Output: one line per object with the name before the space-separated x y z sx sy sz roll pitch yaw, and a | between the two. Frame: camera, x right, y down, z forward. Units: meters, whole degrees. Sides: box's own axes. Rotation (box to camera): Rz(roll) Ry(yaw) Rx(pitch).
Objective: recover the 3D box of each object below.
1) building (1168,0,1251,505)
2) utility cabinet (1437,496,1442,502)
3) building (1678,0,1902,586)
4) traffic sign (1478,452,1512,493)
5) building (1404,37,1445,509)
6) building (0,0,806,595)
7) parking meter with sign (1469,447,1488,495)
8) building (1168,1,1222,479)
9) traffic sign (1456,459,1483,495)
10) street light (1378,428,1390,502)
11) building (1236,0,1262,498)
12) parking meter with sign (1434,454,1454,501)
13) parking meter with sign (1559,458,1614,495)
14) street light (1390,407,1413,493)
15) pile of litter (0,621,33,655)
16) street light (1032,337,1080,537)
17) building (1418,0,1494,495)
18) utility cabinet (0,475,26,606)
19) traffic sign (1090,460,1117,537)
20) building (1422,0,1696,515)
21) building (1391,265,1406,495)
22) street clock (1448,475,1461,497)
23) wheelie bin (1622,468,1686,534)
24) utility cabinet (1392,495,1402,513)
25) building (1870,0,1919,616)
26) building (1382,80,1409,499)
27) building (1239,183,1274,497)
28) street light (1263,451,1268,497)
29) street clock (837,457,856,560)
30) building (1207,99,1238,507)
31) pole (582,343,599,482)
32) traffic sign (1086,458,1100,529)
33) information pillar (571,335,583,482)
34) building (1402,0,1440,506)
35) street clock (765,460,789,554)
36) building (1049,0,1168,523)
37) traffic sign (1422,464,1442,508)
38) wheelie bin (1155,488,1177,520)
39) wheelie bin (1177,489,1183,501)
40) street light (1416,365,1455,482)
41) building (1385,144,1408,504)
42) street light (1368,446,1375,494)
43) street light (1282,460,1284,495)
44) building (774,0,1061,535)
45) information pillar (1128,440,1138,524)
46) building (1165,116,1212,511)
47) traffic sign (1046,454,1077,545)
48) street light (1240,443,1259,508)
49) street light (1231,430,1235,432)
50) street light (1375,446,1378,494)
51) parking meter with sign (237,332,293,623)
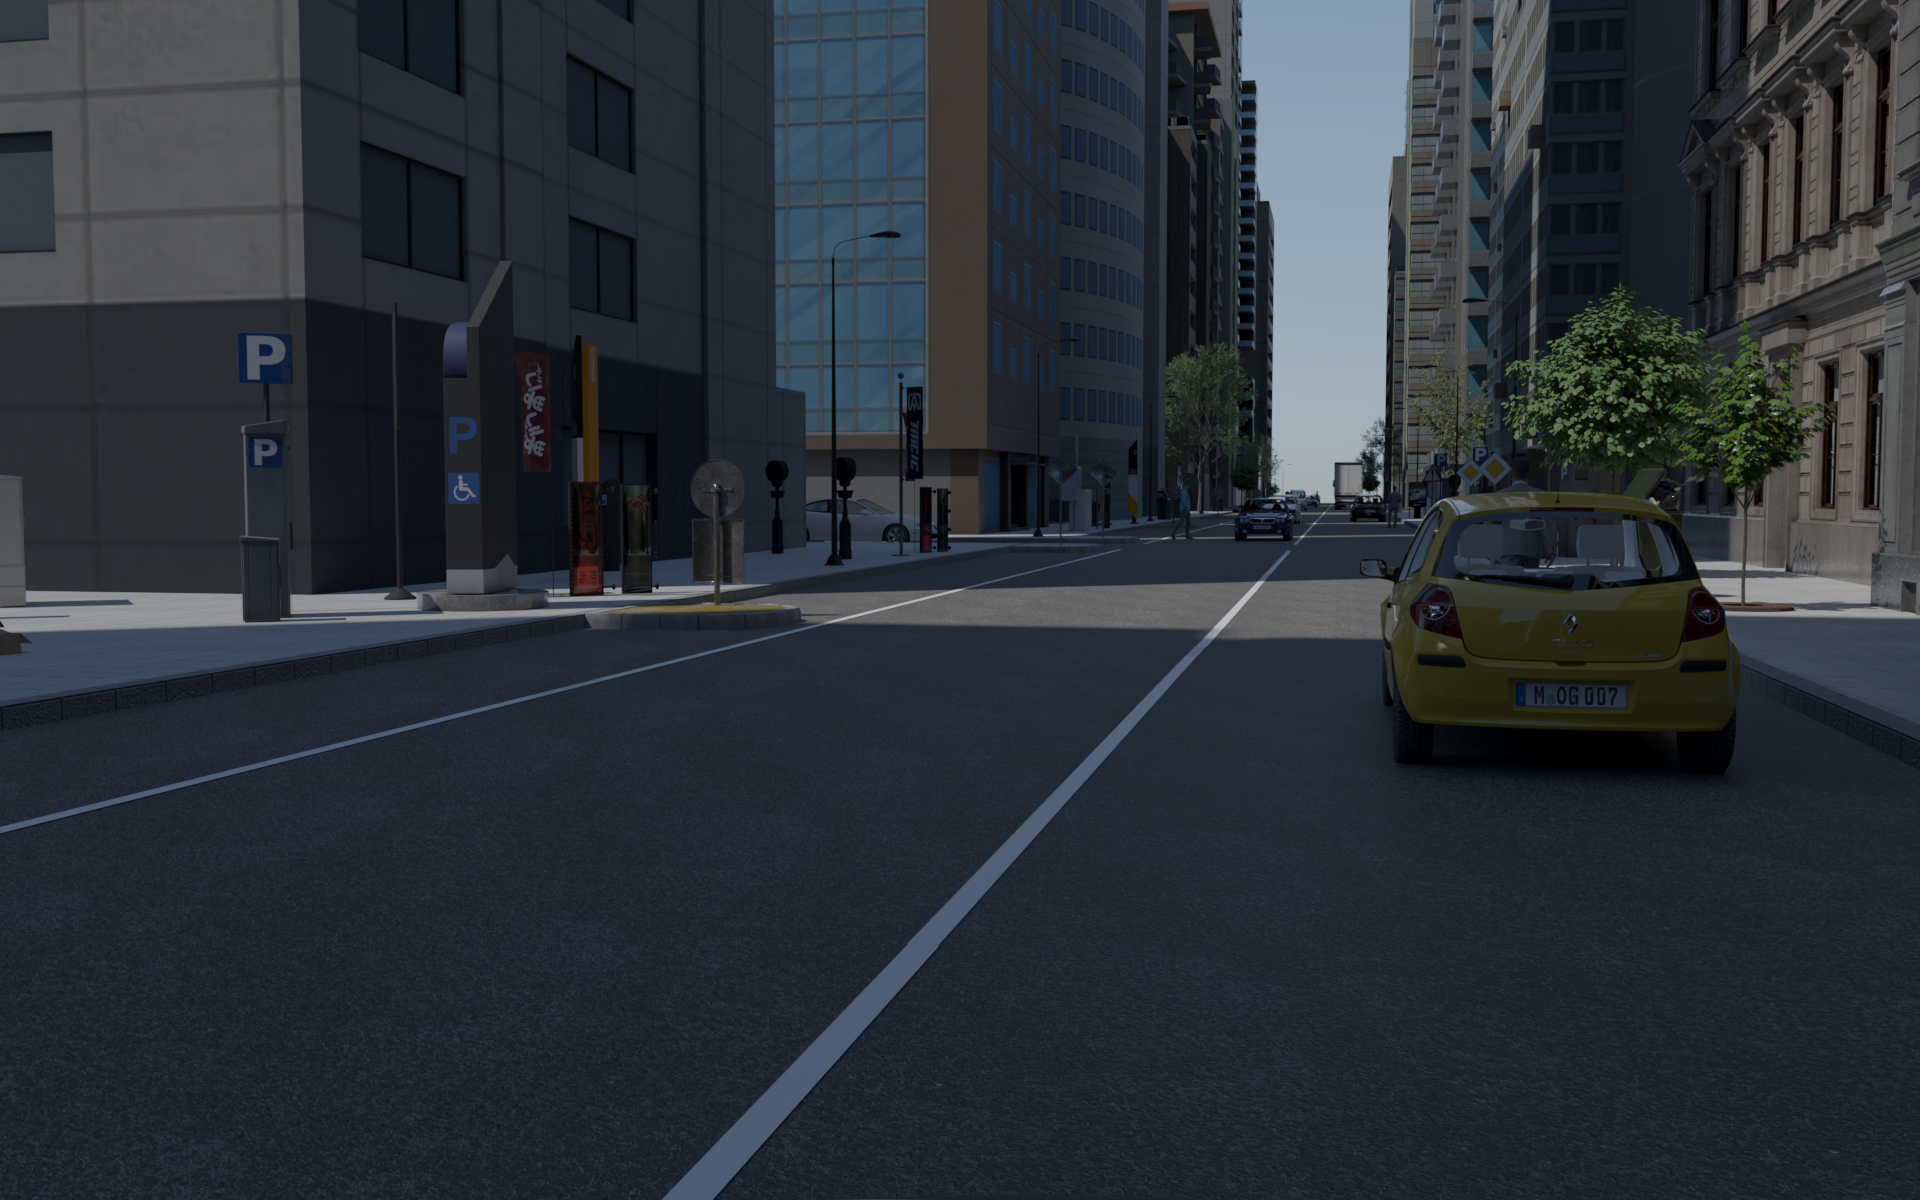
building | 26.928 -47.854 220.667 20.563 71.187 20.611 1 4 12
utility cabinet | 22.179 -4.200 79.833 0.306 1.237 1.020 0 4 7
building | 18.449 -9.978 27.770 10.561 19.102 19.286 1 4 12
traffic sign | 12.730 -2.301 41.265 0.795 2.450 0.064 1 4 12
building | 47.924 -28.995 157.657 14.154 41.232 14.086 1 4 12
building | -15.967 -36.312 31.952 20.611 71.187 20.563 1 4 12
parking meter with sign | 19.379 -4.203 64.986 0.543 3.016 1.738 1 4 8
building | 11.672 -30.618 155.225 22.147 44.769 28.867 1 4 12
traffic sign | 14.449 -2.778 49.063 0.795 2.450 0.064 1 4 12
street light | 30.517 -9.168 122.444 1.470 5.913 1.316 1 4 12
building | 32.144 -57.049 245.427 22.319 86.520 31.000 1 4 12
parking meter with sign | 20.820 -4.738 73.732 0.543 3.016 1.738 -1 4 -10
parking meter with sign | 12.551 -2.381 35.186 1.738 3.016 0.543 -1 4 -12
street light | 23.871 -7.336 92.482 1.470 5.913 1.316 1 4 12
pile of litter | -8.086 0.003 13.921 1.176 0.858 1.719 0 4 -5
street light | 2.866 -4.837 51.619 1.470 5.913 1.316 1 4 12
building | 48.495 -31.494 134.533 23.786 49.044 30.456 1 4 12
utility cabinet | -10.959 -0.692 19.985 0.318 1.500 1.173 -2 4 -29
traffic sign | 4.254 -2.916 51.323 0.795 2.450 0.064 1 4 12
building | 43.997 -24.974 100.199 32.217 40.220 23.993 1 4 12
building | 61.603 -27.277 217.676 14.160 30.474 14.107 1 4 12
street clock | 18.433 -3.669 64.560 0.358 2.002 0.471 -2 4 -24
wheelie bin | 8.538 -0.828 21.451 0.693 1.594 0.980 0 4 -4
utility cabinet | 30.320 -6.664 120.124 0.306 1.237 1.020 3 4 38
building | 13.143 -9.814 9.611 9.793 20.994 18.267 1 4 12
building | 75.454 -57.846 258.454 22.319 86.520 31.000 1 4 12
building | 37.989 -39.668 272.278 21.300 48.544 21.600 1 4 12
street light | 32.543 -13.108 186.854 1.470 5.913 1.316 1 4 12
street clock | -2.256 -1.799 33.991 0.358 2.002 0.471 -3 4 -39
building | 20.189 -30.092 175.605 14.154 41.232 14.086 1 4 12
pole | -5.027 -1.821 23.612 0.158 3.312 0.155 0 3 0
traffic sign | 5.011 -3.867 63.233 0.884 2.594 0.081 1 4 13
information pillar | -5.683 -2.104 25.748 0.183 3.616 0.504 -1 4 -22
building | 56.477 -38.846 177.135 21.231 58.520 28.212 1 4 12
street clock | -3.917 -1.991 37.130 0.471 2.002 0.358 2 4 32
building | -1.101 -33.493 89.611 21.231 58.520 28.212 1 4 12
traffic sign | 20.645 -4.631 75.724 0.884 2.594 0.081 1 4 18
wheelie bin | 10.195 -4.822 86.744 0.693 1.594 0.980 2 4 32
wheelie bin | 12.729 -5.616 99.725 0.693 1.594 0.980 2 4 31
street light | 17.274 -5.483 62.186 1.470 5.913 1.316 1 4 12
building | 68.792 -37.314 233.792 21.300 48.544 21.600 1 4 12
street light | 40.128 -11.834 166.027 1.470 5.913 1.316 1 4 12
street light | 43.744 -16.203 237.463 1.470 5.913 1.316 1 4 12
building | -4.381 -25.124 60.885 14.600 45.320 14.200 1 4 12
information pillar | 7.420 -5.072 74.280 0.504 3.616 0.183 -3 4 -39
building | 11.769 -22.139 133.679 14.160 30.474 14.107 1 4 12
traffic sign | 2.535 -2.439 43.525 0.795 2.450 0.064 1 4 12
street light | 26.012 -11.248 156.452 1.470 5.913 1.316 1 4 12
street light | 19.280 -9.400 126.228 1.470 5.913 1.316 1 4 12
street light | 33.421 -9.974 135.623 1.470 5.913 1.316 1 4 12
parking meter with sign | -7.236 -1.331 18.021 0.543 3.016 1.738 -1 4 -19
